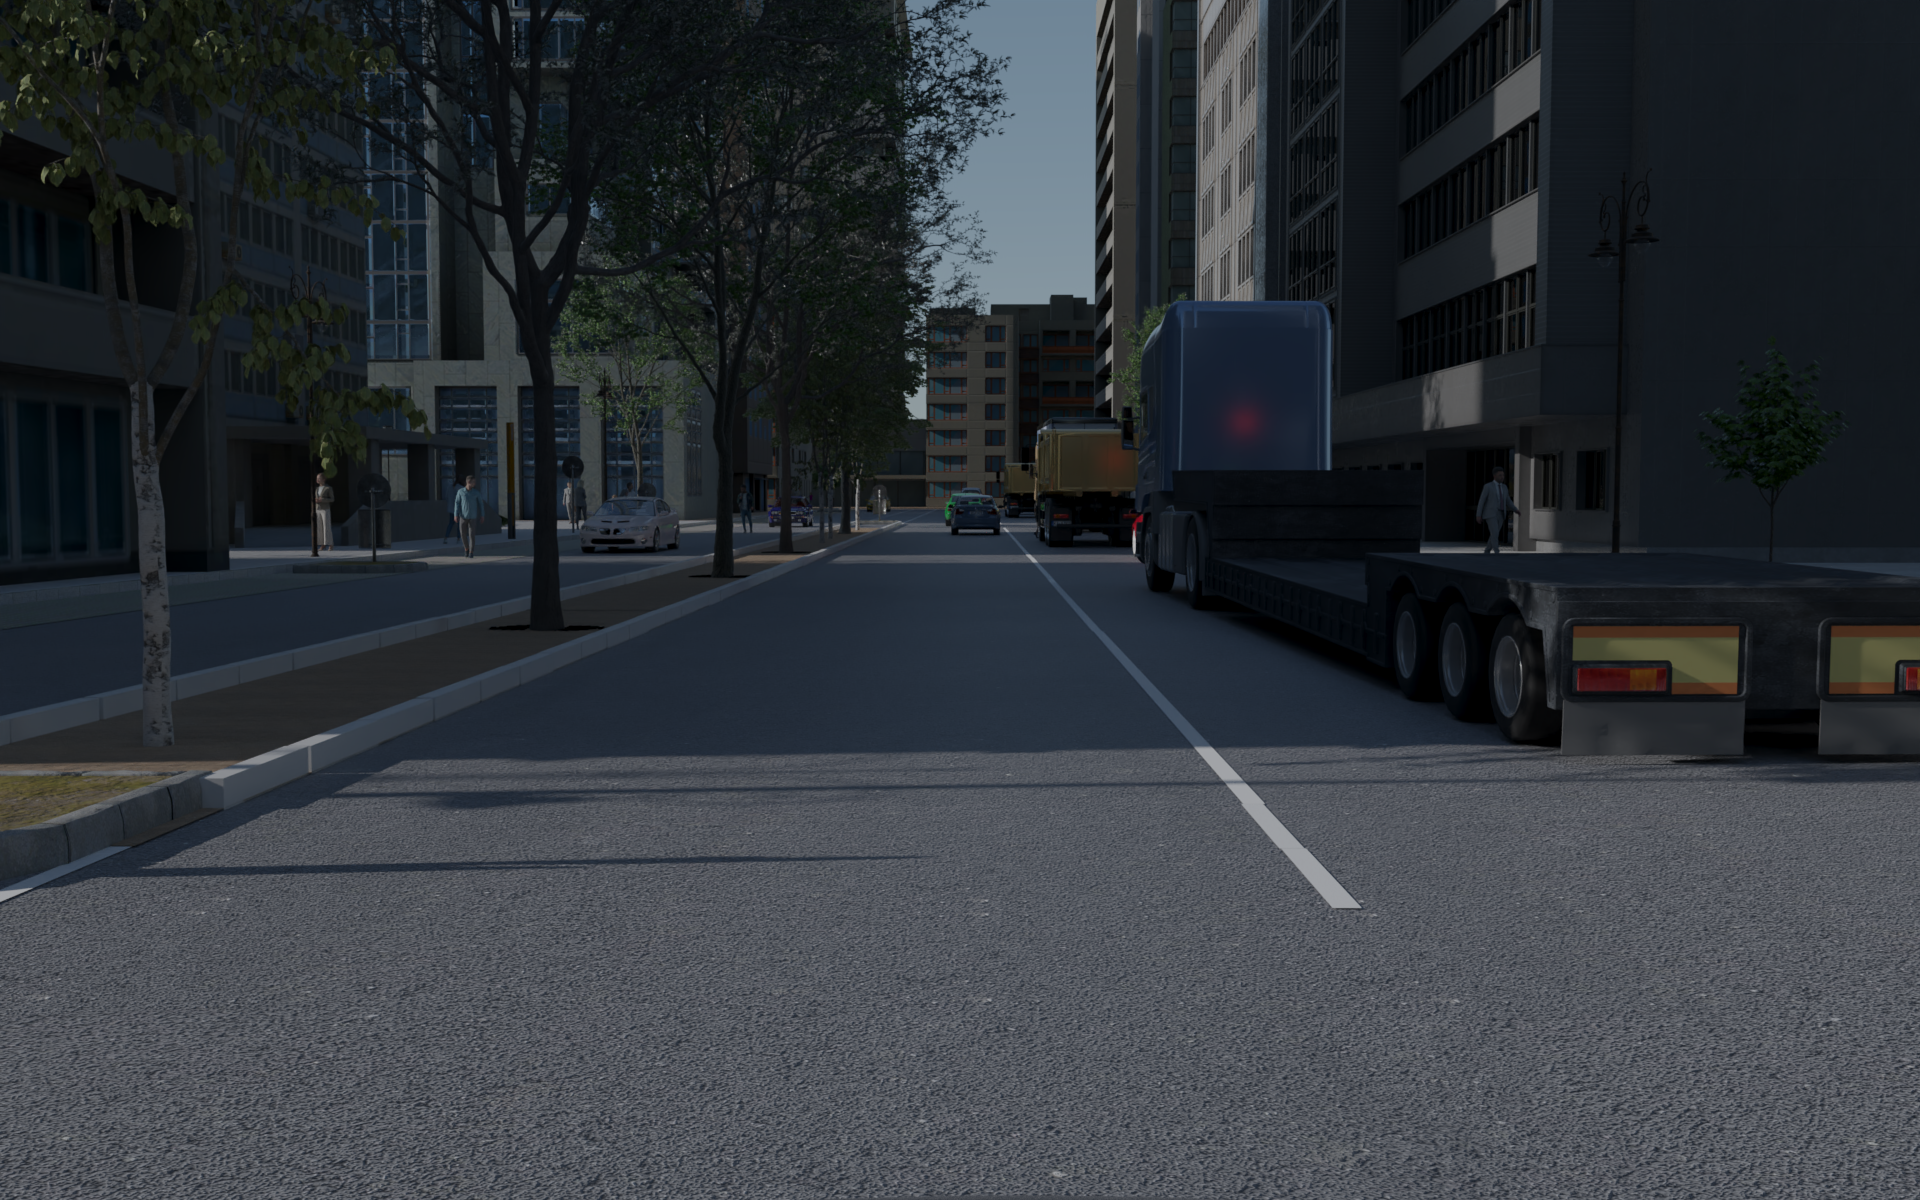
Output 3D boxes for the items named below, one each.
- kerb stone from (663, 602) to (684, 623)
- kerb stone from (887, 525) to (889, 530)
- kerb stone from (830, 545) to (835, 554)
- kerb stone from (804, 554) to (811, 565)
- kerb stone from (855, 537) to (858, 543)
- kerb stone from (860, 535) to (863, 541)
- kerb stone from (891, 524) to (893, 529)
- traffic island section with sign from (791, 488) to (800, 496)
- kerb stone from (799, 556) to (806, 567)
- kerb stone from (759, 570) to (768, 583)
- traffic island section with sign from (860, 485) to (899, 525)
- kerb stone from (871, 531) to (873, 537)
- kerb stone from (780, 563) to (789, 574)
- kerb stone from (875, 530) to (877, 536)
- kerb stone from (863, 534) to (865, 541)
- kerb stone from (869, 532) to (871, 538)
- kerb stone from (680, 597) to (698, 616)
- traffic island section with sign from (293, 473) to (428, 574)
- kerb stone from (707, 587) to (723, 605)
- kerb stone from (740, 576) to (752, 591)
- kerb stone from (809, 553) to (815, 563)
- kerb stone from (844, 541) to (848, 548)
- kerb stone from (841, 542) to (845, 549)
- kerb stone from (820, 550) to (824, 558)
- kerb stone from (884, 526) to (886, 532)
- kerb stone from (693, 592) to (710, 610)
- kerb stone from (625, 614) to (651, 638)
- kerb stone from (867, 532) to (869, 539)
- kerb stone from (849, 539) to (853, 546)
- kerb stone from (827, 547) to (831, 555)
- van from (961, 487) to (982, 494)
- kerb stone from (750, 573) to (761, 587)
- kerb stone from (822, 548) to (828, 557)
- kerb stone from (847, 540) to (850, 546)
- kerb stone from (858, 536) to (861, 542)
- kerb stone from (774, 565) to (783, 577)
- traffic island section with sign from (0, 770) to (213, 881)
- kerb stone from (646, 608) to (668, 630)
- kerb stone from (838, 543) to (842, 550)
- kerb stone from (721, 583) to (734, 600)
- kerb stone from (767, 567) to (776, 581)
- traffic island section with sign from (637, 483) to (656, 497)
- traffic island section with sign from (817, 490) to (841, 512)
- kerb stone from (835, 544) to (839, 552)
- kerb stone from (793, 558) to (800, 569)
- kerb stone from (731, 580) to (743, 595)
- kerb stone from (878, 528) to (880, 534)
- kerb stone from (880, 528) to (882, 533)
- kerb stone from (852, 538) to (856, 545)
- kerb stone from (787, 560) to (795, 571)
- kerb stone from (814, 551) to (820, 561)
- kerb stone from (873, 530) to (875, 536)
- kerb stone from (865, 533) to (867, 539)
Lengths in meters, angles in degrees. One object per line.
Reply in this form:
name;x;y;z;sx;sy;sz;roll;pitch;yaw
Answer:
kerb stone;-3.304;0.160;19.624;0.120;0.150;1.000;0;4;0
kerb stone;-2.922;-2.724;66.796;0.120;0.150;1.000;0;4;0
kerb stone;-3.135;-1.158;41.160;0.120;0.150;1.000;0;4;0
kerb stone;-3.172;-0.783;34.999;0.120;0.150;1.000;0;4;0
kerb stone;-3.064;-1.661;49.355;0.120;0.150;1.000;0;4;0
kerb stone;-3.053;-1.787;51.406;0.120;0.150;1.000;0;4;0
kerb stone;-2.895;-2.915;69.879;0.120;0.150;1.000;0;4;0
traffic island section with sign;-10.355;-6.146;109.117;1.989;1.847;2.006;0;4;0
kerb stone;-3.188;-0.716;33.977;0.120;0.150;1.000;0;4;0
kerb stone;-3.241;-0.342;27.814;0.120;0.150;1.000;0;4;0
traffic island section with sign;-3.849;-4.524;82.099;2.006;1.907;1.989;0;4;0
kerb stone;-3.005;-2.100;56.538;0.120;0.150;1.000;0;4;0
kerb stone;-3.214;-0.532;30.901;0.120;0.150;1.000;0;4;0
kerb stone;-2.991;-2.226;58.585;0.120;0.150;1.000;0;4;0
kerb stone;-3.046;-1.843;52.429;0.120;0.150;1.000;0;4;0
kerb stone;-3.018;-2.038;55.516;0.120;0.150;1.000;0;4;0
kerb stone;-3.294;0.099;20.647;0.120;0.150;1.000;0;4;0
traffic island section with sign;-10.966;-1.427;31.963;1.989;1.847;2.006;0;4;0
kerb stone;-3.278;-0.030;22.691;0.120;0.150;1.000;0;4;0
kerb stone;-3.250;-0.218;25.765;0.120;0.150;1.000;0;4;0
kerb stone;-3.169;-0.846;36.027;0.120;0.150;1.000;0;4;0
kerb stone;-3.095;-1.410;45.252;0.120;0.150;1.000;0;4;0
kerb stone;-3.102;-1.347;44.226;0.120;0.150;1.000;0;4;0
kerb stone;-3.153;-0.972;38.081;0.120;0.150;1.000;0;4;0
kerb stone;-2.939;-2.602;64.733;0.120;0.150;1.000;0;4;0
kerb stone;-3.290;0.035;21.669;0.120;0.150;1.000;0;4;0
kerb stone;-3.313;0.282;17.579;0.120;0.150;1.000;0;4;0
kerb stone;-3.019;-1.975;54.482;0.120;0.150;1.000;0;4;0
kerb stone;-3.085;-1.528;47.309;0.120;0.150;1.000;0;4;0
kerb stone;-3.144;-1.097;40.138;0.120;0.150;1.000;0;4;0
van;0.763;-6.623;115.300;2.013;2.044;4.112;0;4;1
kerb stone;-3.245;-0.274;26.788;0.120;0.150;1.000;0;4;0
kerb stone;-3.144;-1.031;39.115;0.120;0.150;1.000;0;4;0
kerb stone;-3.091;-1.473;46.278;0.120;0.150;1.000;0;4;0
kerb stone;-3.060;-1.724;50.378;0.120;0.150;1.000;0;4;0
kerb stone;-3.218;-0.466;29.875;0.120;0.150;1.000;0;4;0
traffic island section with sign;-4.438;0.072;6.963;2.006;1.907;1.989;0;4;0
kerb stone;-3.314;0.220;18.601;0.120;0.150;1.000;0;4;0
kerb stone;-3.113;-1.285;43.204;0.120;0.150;1.000;0;4;0
kerb stone;-3.262;-0.093;23.716;0.120;0.150;1.000;0;4;0
kerb stone;-3.228;-0.406;28.836;0.120;0.150;1.000;0;4;0
traffic island section with sign;-10.749;-3.098;59.286;1.989;1.847;2.006;0;4;0
traffic island section with sign;-10.139;-7.795;136.071;1.989;1.847;2.006;0;4;0
kerb stone;-3.118;-1.222;42.182;0.120;0.150;1.000;0;4;0
kerb stone;-3.198;-0.652;32.946;0.120;0.150;1.000;0;4;0
kerb stone;-3.257;-0.156;24.743;0.120;0.150;1.000;0;4;0
kerb stone;-2.978;-2.351;60.630;0.120;0.150;1.000;0;4;0
kerb stone;-2.963;-2.413;61.655;0.120;0.150;1.000;0;4;0
kerb stone;-3.066;-1.599;48.333;0.120;0.150;1.000;0;4;0
kerb stone;-3.209;-0.595;31.923;0.120;0.150;1.000;0;4;0
kerb stone;-3.157;-0.909;37.054;0.120;0.150;1.000;0;4;0
kerb stone;-3.003;-2.163;57.563;0.120;0.150;1.000;0;4;0
kerb stone;-3.033;-1.912;53.451;0.120;0.150;1.000;0;4;0
